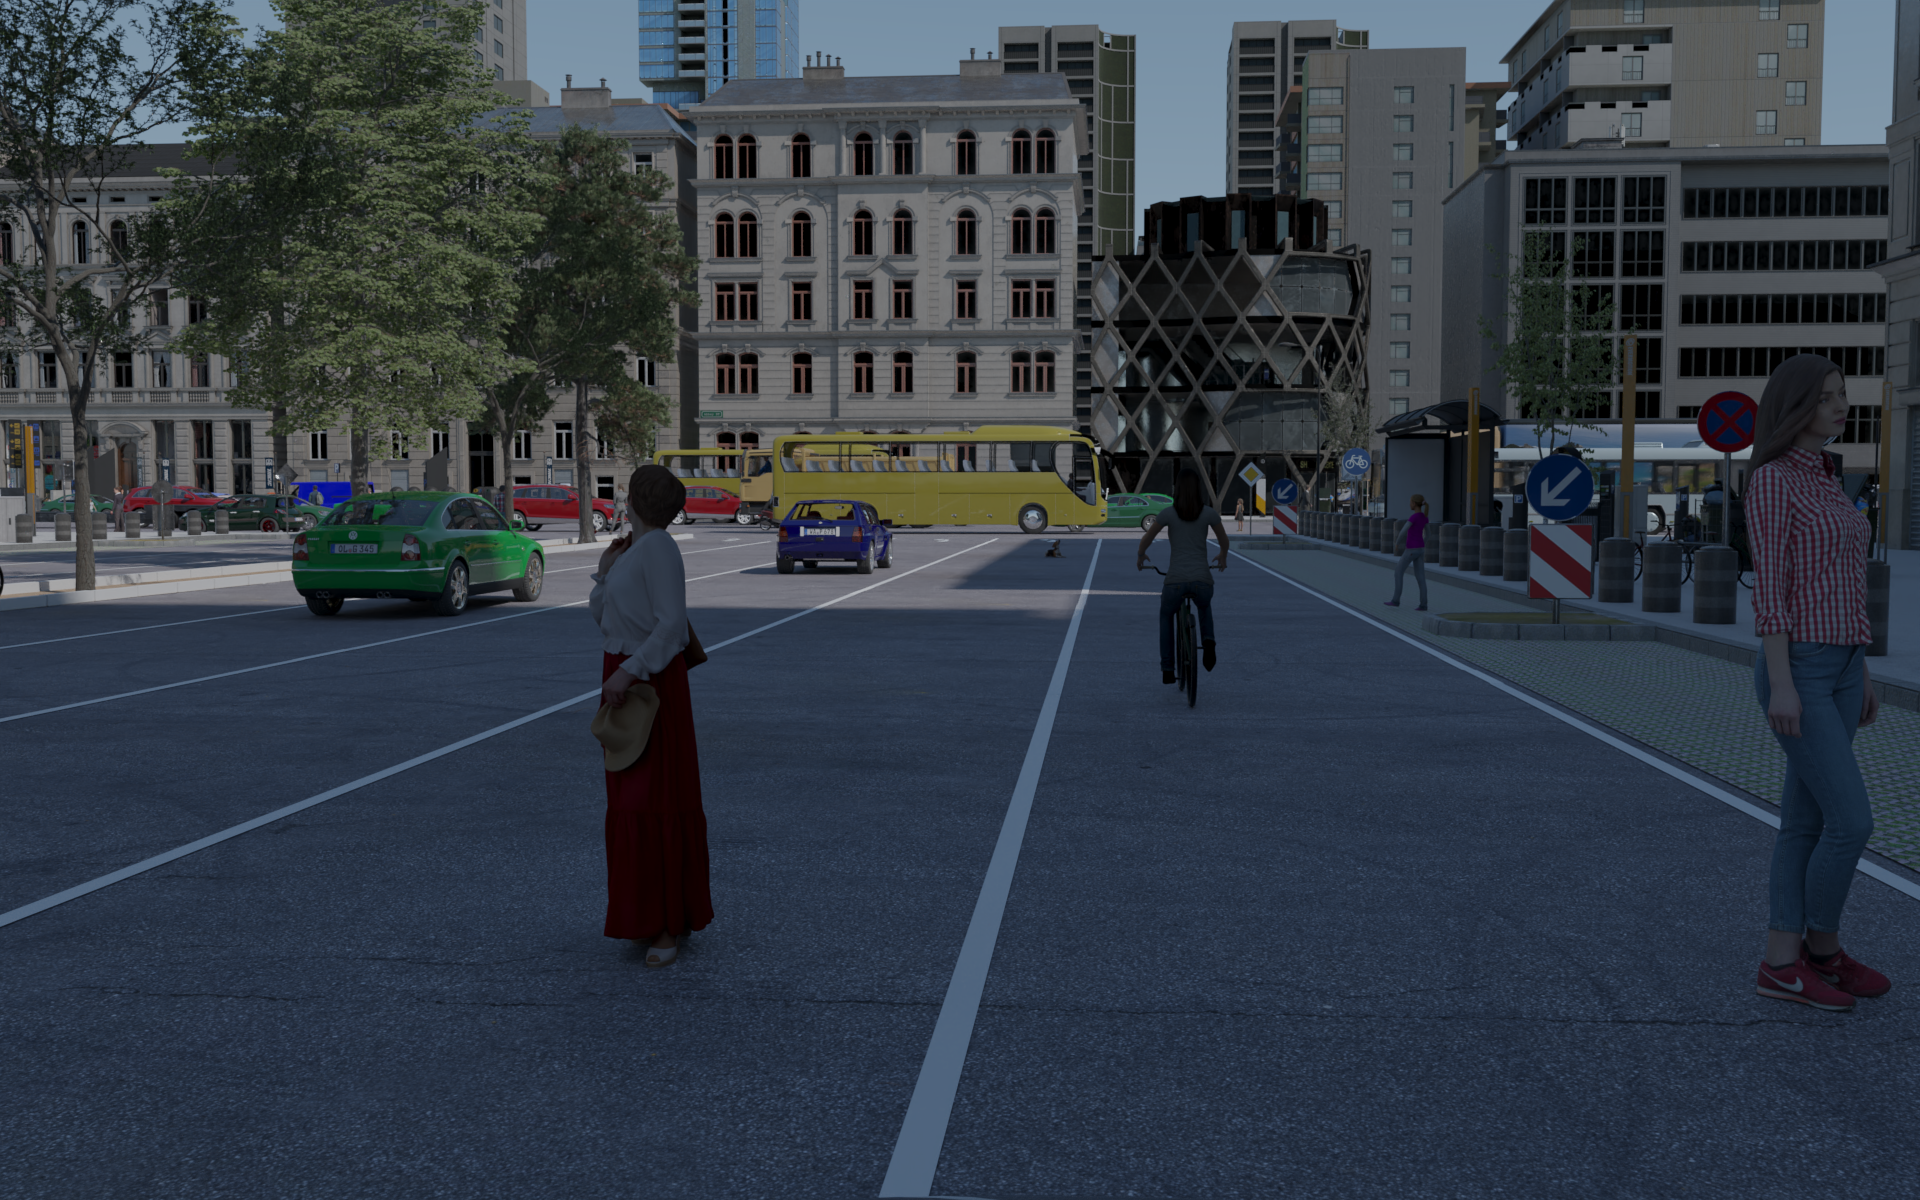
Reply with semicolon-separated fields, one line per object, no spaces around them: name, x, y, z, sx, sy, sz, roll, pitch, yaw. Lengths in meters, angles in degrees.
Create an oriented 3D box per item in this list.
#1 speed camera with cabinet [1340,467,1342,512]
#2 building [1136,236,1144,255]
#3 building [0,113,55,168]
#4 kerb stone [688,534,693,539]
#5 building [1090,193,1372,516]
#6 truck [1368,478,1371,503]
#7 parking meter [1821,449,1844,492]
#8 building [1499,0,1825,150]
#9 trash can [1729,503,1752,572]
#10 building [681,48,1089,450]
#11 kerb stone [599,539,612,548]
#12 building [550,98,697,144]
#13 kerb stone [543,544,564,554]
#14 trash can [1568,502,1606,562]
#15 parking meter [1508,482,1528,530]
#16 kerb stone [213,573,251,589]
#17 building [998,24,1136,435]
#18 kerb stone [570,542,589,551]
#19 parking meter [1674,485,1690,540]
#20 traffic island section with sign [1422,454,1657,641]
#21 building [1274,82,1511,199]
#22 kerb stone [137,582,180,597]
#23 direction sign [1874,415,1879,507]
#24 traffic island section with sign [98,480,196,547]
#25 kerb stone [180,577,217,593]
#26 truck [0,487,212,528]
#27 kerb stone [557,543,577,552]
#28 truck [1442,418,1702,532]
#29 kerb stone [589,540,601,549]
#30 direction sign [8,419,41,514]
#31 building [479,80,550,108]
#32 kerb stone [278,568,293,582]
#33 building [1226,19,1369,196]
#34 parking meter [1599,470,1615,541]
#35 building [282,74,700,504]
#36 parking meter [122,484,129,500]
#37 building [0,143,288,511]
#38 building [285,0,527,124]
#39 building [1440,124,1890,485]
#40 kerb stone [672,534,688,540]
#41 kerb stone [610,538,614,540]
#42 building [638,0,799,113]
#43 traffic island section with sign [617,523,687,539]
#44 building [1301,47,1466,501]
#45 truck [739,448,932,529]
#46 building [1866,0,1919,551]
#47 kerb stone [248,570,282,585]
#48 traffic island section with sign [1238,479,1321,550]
speed camera with cabinet;28.051;-8.054;126.018;2.038;3.252;0.660;-3;4;-39
building;33.811;-35.553;264.891;14.086;41.232;14.154;0;4;5
building;-70.627;-20.065;113.960;20.117;28.700;13.634;0;4;5
kerb stone;-8.716;-2.027;55.388;0.120;0.150;1.000;0;4;5
building;16.602;-14.666;107.235;16.811;18.784;16.820;0;4;5
truck;22.922;-5.104;79.376;9.791;3.379;3.469;0;4;4
parking meter;10.665;-0.960;21.404;0.255;1.863;0.399;-3;4;-36
building;70.960;-36.209;181.263;27.495;52.752;28.713;0;4;5
trash can;13.130;-1.049;28.812;0.748;1.137;0.748;0;3;0
building;-3.933;-19.563;107.246;23.554;28.519;14.401;0;4;5
kerb stone;-9.544;-1.465;46.155;0.120;0.150;1.000;0;4;5
building;-37.264;-33.034;194.732;28.867;44.769;22.147;0;4;5
kerb stone;-9.899;-1.215;42.056;0.120;0.150;1.000;0;4;5
trash can;11.285;-1.206;31.379;0.748;1.137;0.748;0;3;0
parking meter;11.138;-1.599;34.551;0.372;1.533;0.369;0;3;0
kerb stone;-11.264;-0.271;26.653;0.120;0.150;1.000;0;4;5
building;16.688;-50.726;267.627;20.611;71.187;20.563;0;4;5
kerb stone;-9.714;-1.334;44.106;0.120;0.150;1.000;0;4;5
parking meter;19.987;-2.420;47.974;0.372;1.533;0.369;0;3;0
traffic island section with sign;5.845;-0.559;17.773;1.989;1.847;2.006;0;4;5
building;44.915;-32.364;183.776;22.147;44.769;28.867;0;4;5
kerb stone;-11.449;-0.146;24.602;0.120;0.150;1.000;0;4;5
direction sign;26.623;-3.568;50.331;0.379;3.537;0.876;2;4;27
traffic island section with sign;-22.329;-2.399;47.844;1.989;1.847;2.006;0;4;5
kerb stone;-11.355;-0.208;25.625;0.120;0.150;1.000;0;4;5
truck;-38.962;-5.098;73.108;18.799;4.110;2.967;0;4;5
kerb stone;-9.808;-1.278;43.083;0.120;0.150;1.000;0;4;5
truck;22.648;-4.689;65.576;11.283;4.237;2.839;0;4;6
kerb stone;-9.636;-1.403;45.132;0.120;0.150;1.000;0;4;5
direction sign;-28.449;-3.715;52.735;0.379;3.537;0.876;3;5;42
building;-40.915;-29.061;167.026;32.217;40.220;23.993;0;4;5
kerb stone;-11.081;-0.398;28.711;0.120;0.150;1.000;0;4;5
building;51.432;-50.563;264.951;20.611;71.187;20.563;0;4;5
parking meter;15.559;-2.199;41.660;0.255;1.863;0.399;3;5;41
building;-28.348;-19.070;109.057;25.104;27.353;12.463;0;4;5
parking meter;-50.717;-6.093;105.335;0.255;1.863;0.399;0;4;-1
building;-50.837;-17.227;110.548;19.941;23.489;11.050;0;4;5
building;-61.800;-46.425;197.304;20.611;71.187;20.563;0;4;5
building;45.485;-17.435;104.127;30.058;24.678;14.314;0;4;5
kerb stone;-8.804;-1.968;54.364;0.120;0.150;1.000;0;4;5
kerb stone;-9.448;-1.528;47.178;0.120;0.150;1.000;0;4;5
building;-37.418;-58.771;273.579;31.000;86.520;22.319;0;4;5
traffic island section with sign;-9.748;-2.898;55.520;2.006;1.907;1.989;0;4;5
building;38.906;-29.315;162.895;14.154;41.232;14.086;0;4;5
truck;-5.203;-4.720;73.098;9.791;3.379;3.469;0;4;5
building;27.653;-11.756;25.491;16.112;22.955;30.059;0;4;5
kerb stone;-11.170;-0.336;27.687;0.120;0.150;1.000;0;4;5
traffic island section with sign;8.255;-2.224;44.992;1.989;1.847;2.006;0;4;5
